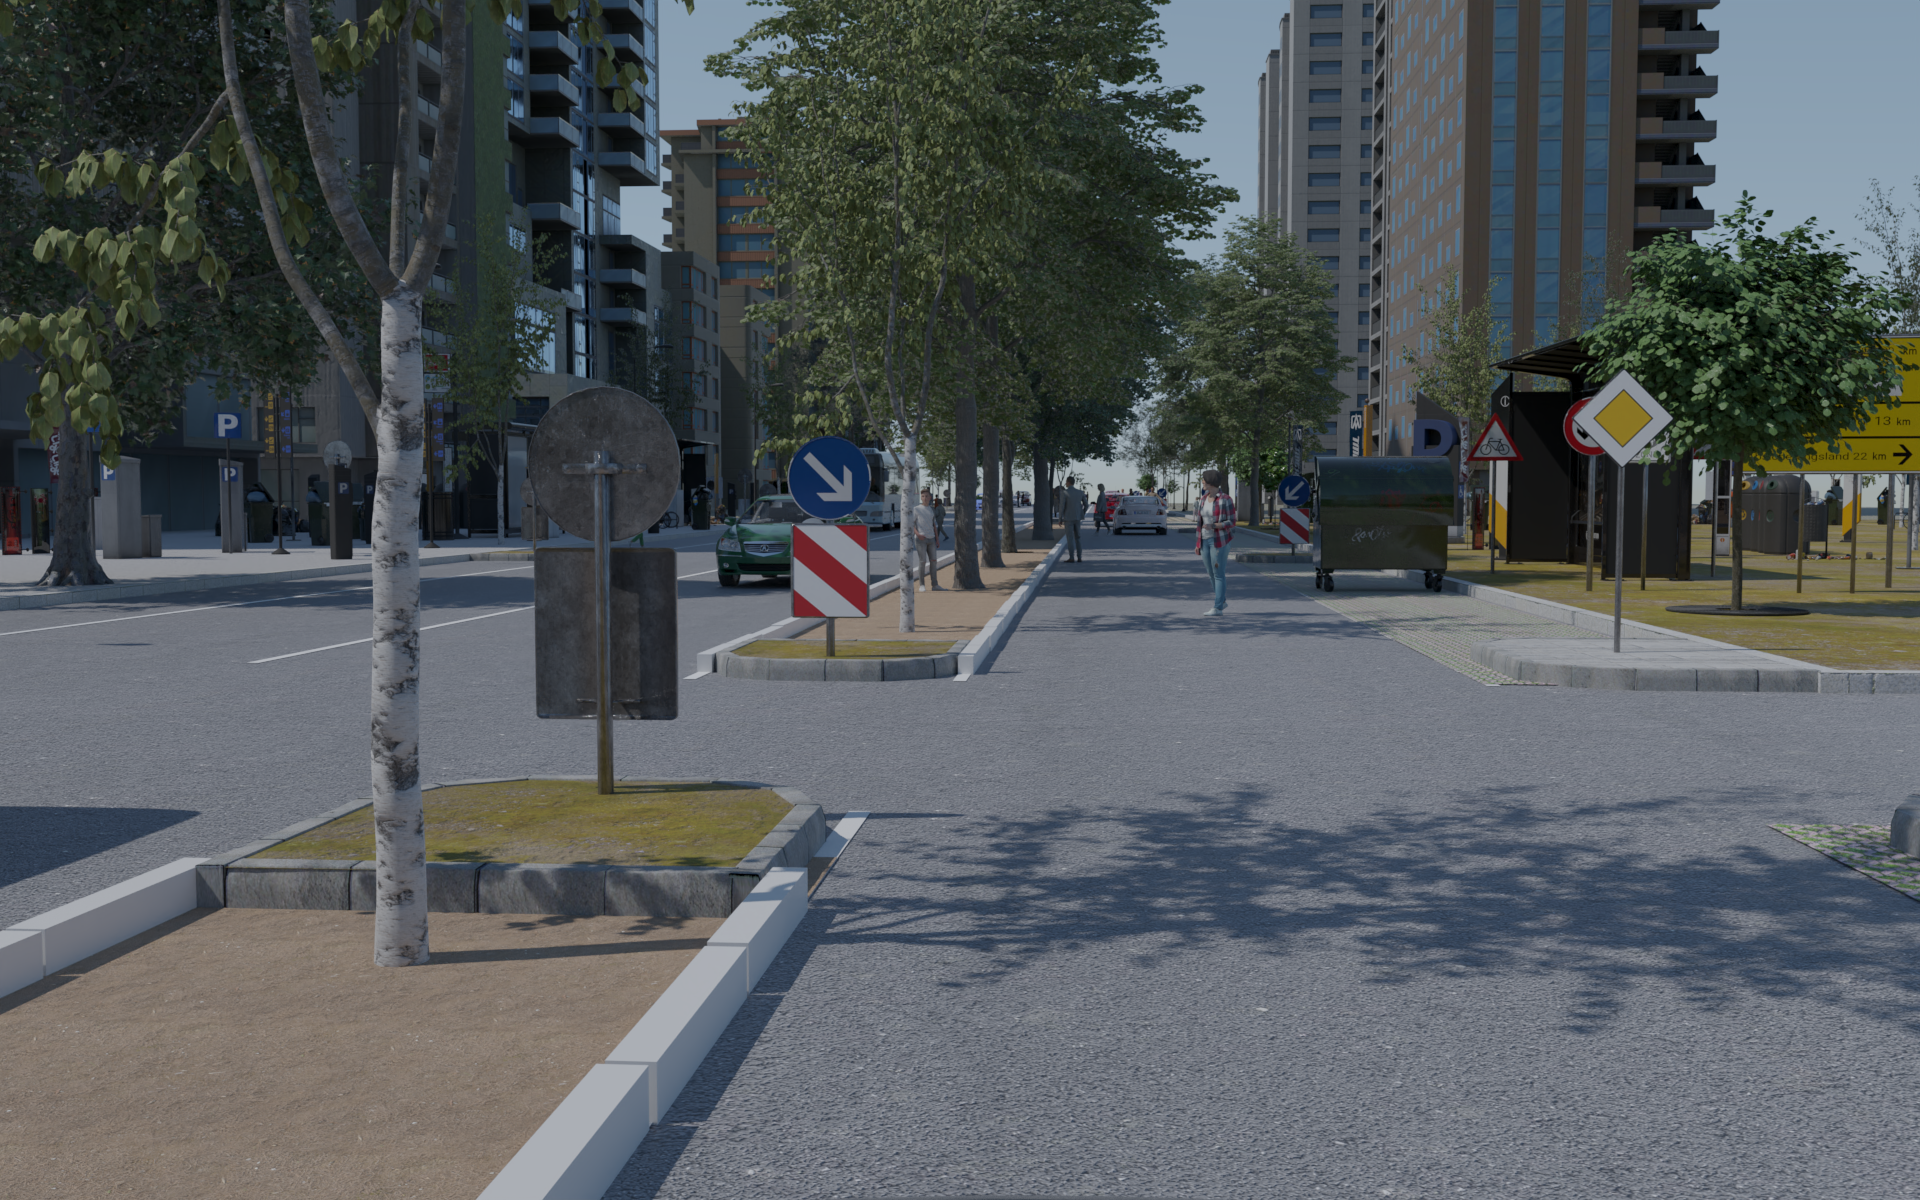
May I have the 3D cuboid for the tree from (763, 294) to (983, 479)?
[{"bbox_3d":[-6.812,-11.732,102.193,12.009,13.543,11.850,0,3,0],"label":"tree"}]

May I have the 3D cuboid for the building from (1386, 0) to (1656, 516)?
[{"bbox_3d":[37.929,-28.728,119.806,14.600,45.320,14.200,0,4,5],"label":"building"}]

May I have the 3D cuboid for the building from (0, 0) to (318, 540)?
[{"bbox_3d":[-38.332,-28.215,50.555,28.713,52.752,27.495,0,4,5],"label":"building"}]

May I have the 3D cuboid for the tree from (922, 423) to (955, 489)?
[{"bbox_3d":[-2.076,-13.223,166.558,4.360,8.622,3.978,0,3,0],"label":"tree"}]

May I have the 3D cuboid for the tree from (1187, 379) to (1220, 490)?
[{"bbox_3d":[14.979,-9.234,101.345,4.737,8.622,4.395,0,3,0],"label":"tree"}]

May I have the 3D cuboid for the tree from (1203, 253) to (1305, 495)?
[{"bbox_3d":[14.005,-11.283,91.137,9.857,13.997,8.962,0,3,0],"label":"tree"}]

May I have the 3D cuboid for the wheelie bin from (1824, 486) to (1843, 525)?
[{"bbox_3d":[35.888,-3.860,71.026,0.980,1.594,0.693,-2,4,-25],"label":"wheelie bin"}]

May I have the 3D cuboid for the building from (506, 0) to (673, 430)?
[{"bbox_3d":[-30.840,-48.559,106.617,22.319,86.520,31.000,0,4,5],"label":"building"}]

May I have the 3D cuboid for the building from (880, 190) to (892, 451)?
[{"bbox_3d":[-20.763,-35.322,232.131,22.147,44.769,28.867,0,4,5],"label":"building"}]

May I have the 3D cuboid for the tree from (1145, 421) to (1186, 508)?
[{"bbox_3d":[19.210,-12.840,160.303,4.360,8.622,3.978,0,3,0],"label":"tree"}]

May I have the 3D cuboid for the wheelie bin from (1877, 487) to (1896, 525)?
[{"bbox_3d":[38.656,-3.938,72.297,0.693,1.594,0.980,2,4,31],"label":"wheelie bin"}]

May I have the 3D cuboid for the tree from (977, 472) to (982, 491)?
[{"bbox_3d":[0.962,-13.551,205.273,4.285,4.588,4.351,0,3,0],"label":"tree"}]

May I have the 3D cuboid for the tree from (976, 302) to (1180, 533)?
[{"bbox_3d":[3.164,-7.655,62.026,8.767,10.594,7.601,0,4,5],"label":"tree"}]

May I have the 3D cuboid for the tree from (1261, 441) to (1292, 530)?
[{"bbox_3d":[11.387,-4.168,62.741,1.663,3.219,1.824,0,3,0],"label":"tree"}]

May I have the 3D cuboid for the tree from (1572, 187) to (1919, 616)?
[{"bbox_3d":[8.456,-2.146,18.801,4.285,4.588,4.351,0,3,0],"label":"tree"}]

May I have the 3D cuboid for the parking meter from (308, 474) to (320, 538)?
[{"bbox_3d":[-19.087,-2.783,51.212,0.255,1.863,0.399,0,4,-3],"label":"parking meter"}]

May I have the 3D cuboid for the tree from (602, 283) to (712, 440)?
[{"bbox_3d":[-10.827,-6.778,61.175,4.360,8.622,3.978,0,3,0],"label":"tree"}]

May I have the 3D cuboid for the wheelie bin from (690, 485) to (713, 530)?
[{"bbox_3d":[-9.252,-3.316,62.121,0.693,1.594,0.980,0,4,8],"label":"wheelie bin"}]

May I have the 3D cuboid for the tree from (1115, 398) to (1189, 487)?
[{"bbox_3d":[23.895,-18.620,214.802,12.009,13.543,11.850,0,3,0],"label":"tree"}]

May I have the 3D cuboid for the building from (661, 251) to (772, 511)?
[{"bbox_3d":[-31.560,-17.977,138.965,27.650,21.520,28.899,0,4,5],"label":"building"}]

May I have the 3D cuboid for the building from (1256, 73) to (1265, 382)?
[{"bbox_3d":[50.176,-42.130,230.816,21.231,58.520,28.212,0,4,5],"label":"building"}]

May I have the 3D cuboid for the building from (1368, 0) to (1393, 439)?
[{"bbox_3d":[42.253,-42.701,136.412,20.563,71.187,20.611,0,4,5],"label":"building"}]

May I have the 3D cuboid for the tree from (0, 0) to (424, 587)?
[{"bbox_3d":[-12.472,-6.561,24.287,9.611,12.733,9.660,0,3,0],"label":"tree"}]

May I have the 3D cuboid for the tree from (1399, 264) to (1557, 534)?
[{"bbox_3d":[16.032,-6.393,54.888,4.737,8.622,4.395,0,3,0],"label":"tree"}]

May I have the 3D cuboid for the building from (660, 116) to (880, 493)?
[{"bbox_3d":[-22.643,-33.563,203.375,22.147,44.769,28.867,0,4,5],"label":"building"}]

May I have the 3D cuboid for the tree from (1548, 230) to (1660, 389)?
[{"bbox_3d":[18.816,-6.047,49.231,4.360,8.622,3.978,0,3,0],"label":"tree"}]

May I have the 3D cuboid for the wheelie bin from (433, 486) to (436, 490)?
[{"bbox_3d":[-20.239,-3.616,67.035,0.980,1.594,0.693,-1,4,-18],"label":"wheelie bin"}]

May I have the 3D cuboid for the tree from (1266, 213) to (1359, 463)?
[{"bbox_3d":[12.356,-9.296,70.114,7.486,12.596,7.792,0,3,0],"label":"tree"}]

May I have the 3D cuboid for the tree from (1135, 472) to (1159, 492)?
[{"bbox_3d":[25.676,-15.458,236.448,4.285,4.588,4.351,0,3,0],"label":"tree"}]

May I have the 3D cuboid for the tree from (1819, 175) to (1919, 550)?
[{"bbox_3d":[21.601,-5.441,39.330,4.360,8.622,3.978,0,3,0],"label":"tree"}]

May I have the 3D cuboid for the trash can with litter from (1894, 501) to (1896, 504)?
[{"bbox_3d":[45.523,-4.496,84.903,0.624,1.170,1.055,2,4,30],"label":"trash can with litter"}]

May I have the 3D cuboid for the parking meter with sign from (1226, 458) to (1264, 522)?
[{"bbox_3d":[13.242,-5.147,80.407,1.738,3.016,0.543,0,4,3],"label":"parking meter with sign"}]

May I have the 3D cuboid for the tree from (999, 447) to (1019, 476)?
[{"bbox_3d":[3.835,-20.307,242.394,12.009,13.543,11.850,0,3,0],"label":"tree"}]

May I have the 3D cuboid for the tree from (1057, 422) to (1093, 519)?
[{"bbox_3d":[5.157,-8.250,87.709,4.360,8.622,3.978,0,3,0],"label":"tree"}]

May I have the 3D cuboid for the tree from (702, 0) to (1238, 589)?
[{"bbox_3d":[0.175,-6.407,25.340,7.486,12.596,7.792,0,3,0],"label":"tree"}]

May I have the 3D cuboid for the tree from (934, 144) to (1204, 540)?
[{"bbox_3d":[2.568,-8.808,53.130,9.857,13.997,8.962,0,3,0],"label":"tree"}]

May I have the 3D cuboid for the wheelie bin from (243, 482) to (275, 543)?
[{"bbox_3d":[-18.462,-2.304,45.584,0.693,1.594,0.980,-3,4,-38],"label":"wheelie bin"}]

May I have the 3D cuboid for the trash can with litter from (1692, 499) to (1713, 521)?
[{"bbox_3d":[35.576,-4.384,83.066,1.055,1.170,0.624,0,4,2],"label":"trash can with litter"}]

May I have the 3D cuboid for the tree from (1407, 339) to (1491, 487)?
[{"bbox_3d":[22.966,-8.012,81.353,4.360,8.622,3.978,0,3,0],"label":"tree"}]

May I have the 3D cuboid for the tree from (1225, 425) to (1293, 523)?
[{"bbox_3d":[13.473,-5.717,77.183,4.285,4.588,4.351,0,3,0],"label":"tree"}]

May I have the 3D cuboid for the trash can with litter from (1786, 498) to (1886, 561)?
[{"bbox_3d":[17.199,-1.402,33.979,2.233,1.210,1.678,0,4,6],"label":"trash can with litter"}]

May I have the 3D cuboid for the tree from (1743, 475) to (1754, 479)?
[{"bbox_3d":[38.662,-8.224,84.829,4.360,8.622,3.978,0,3,0],"label":"tree"}]

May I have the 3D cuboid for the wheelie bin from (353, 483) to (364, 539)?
[{"bbox_3d":[-17.339,-2.526,49.201,0.980,1.594,0.693,-3,5,-41],"label":"wheelie bin"}]

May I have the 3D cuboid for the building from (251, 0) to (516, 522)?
[{"bbox_3d":[-29.645,-24.186,79.034,14.154,41.232,14.086,0,4,5],"label":"building"}]

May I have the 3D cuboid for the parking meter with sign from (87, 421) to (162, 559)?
[{"bbox_3d":[-16.630,-2.331,34.375,0.543,3.016,1.738,1,4,14],"label":"parking meter with sign"}]

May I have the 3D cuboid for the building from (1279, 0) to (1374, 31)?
[{"bbox_3d":[47.814,-40.399,202.517,21.231,58.520,28.212,0,4,5],"label":"building"}]

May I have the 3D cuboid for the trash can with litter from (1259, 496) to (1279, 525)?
[{"bbox_3d":[13.002,-3.801,73.210,1.678,1.210,2.233,1,4,15],"label":"trash can with litter"}]

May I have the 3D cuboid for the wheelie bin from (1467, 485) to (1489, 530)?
[{"bbox_3d":[18.345,-3.265,61.296,0.980,1.594,0.693,1,4,10],"label":"wheelie bin"}]

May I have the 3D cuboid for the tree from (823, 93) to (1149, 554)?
[{"bbox_3d":[1.087,-6.942,41.710,9.928,11.665,9.643,0,3,0],"label":"tree"}]

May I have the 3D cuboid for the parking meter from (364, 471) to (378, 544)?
[{"bbox_3d":[-15.059,-2.368,44.434,0.399,1.863,0.255,1,4,21],"label":"parking meter"}]

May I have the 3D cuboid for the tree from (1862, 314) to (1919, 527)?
[{"bbox_3d":[36.366,-7.117,66.728,4.737,8.622,4.395,0,3,0],"label":"tree"}]

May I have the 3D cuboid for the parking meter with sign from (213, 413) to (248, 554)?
[{"bbox_3d":[-15.933,-2.550,37.950,0.543,3.016,1.738,-1,4,-18],"label":"parking meter with sign"}]

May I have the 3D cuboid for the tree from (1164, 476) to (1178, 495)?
[{"bbox_3d":[22.179,-11.404,181.053,1.663,3.219,1.824,0,3,0],"label":"tree"}]

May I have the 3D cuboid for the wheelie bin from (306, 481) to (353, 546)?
[{"bbox_3d":[-15.811,-2.150,43.068,0.693,1.594,0.980,2,4,32],"label":"wheelie bin"}]

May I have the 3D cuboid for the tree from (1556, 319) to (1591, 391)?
[{"bbox_3d":[25.450,-7.445,72.085,4.737,8.622,4.395,0,3,0],"label":"tree"}]

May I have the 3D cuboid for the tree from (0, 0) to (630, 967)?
[{"bbox_3d":[-1.723,-3.207,5.261,4.737,8.622,4.395,0,3,0],"label":"tree"}]

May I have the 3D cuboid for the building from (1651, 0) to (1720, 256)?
[{"bbox_3d":[36.408,-27.865,105.709,14.600,45.320,14.200,0,4,5],"label":"building"}]

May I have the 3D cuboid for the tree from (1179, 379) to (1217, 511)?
[{"bbox_3d":[17.939,-12.239,134.524,7.601,10.594,8.767,1,4,15],"label":"tree"}]
